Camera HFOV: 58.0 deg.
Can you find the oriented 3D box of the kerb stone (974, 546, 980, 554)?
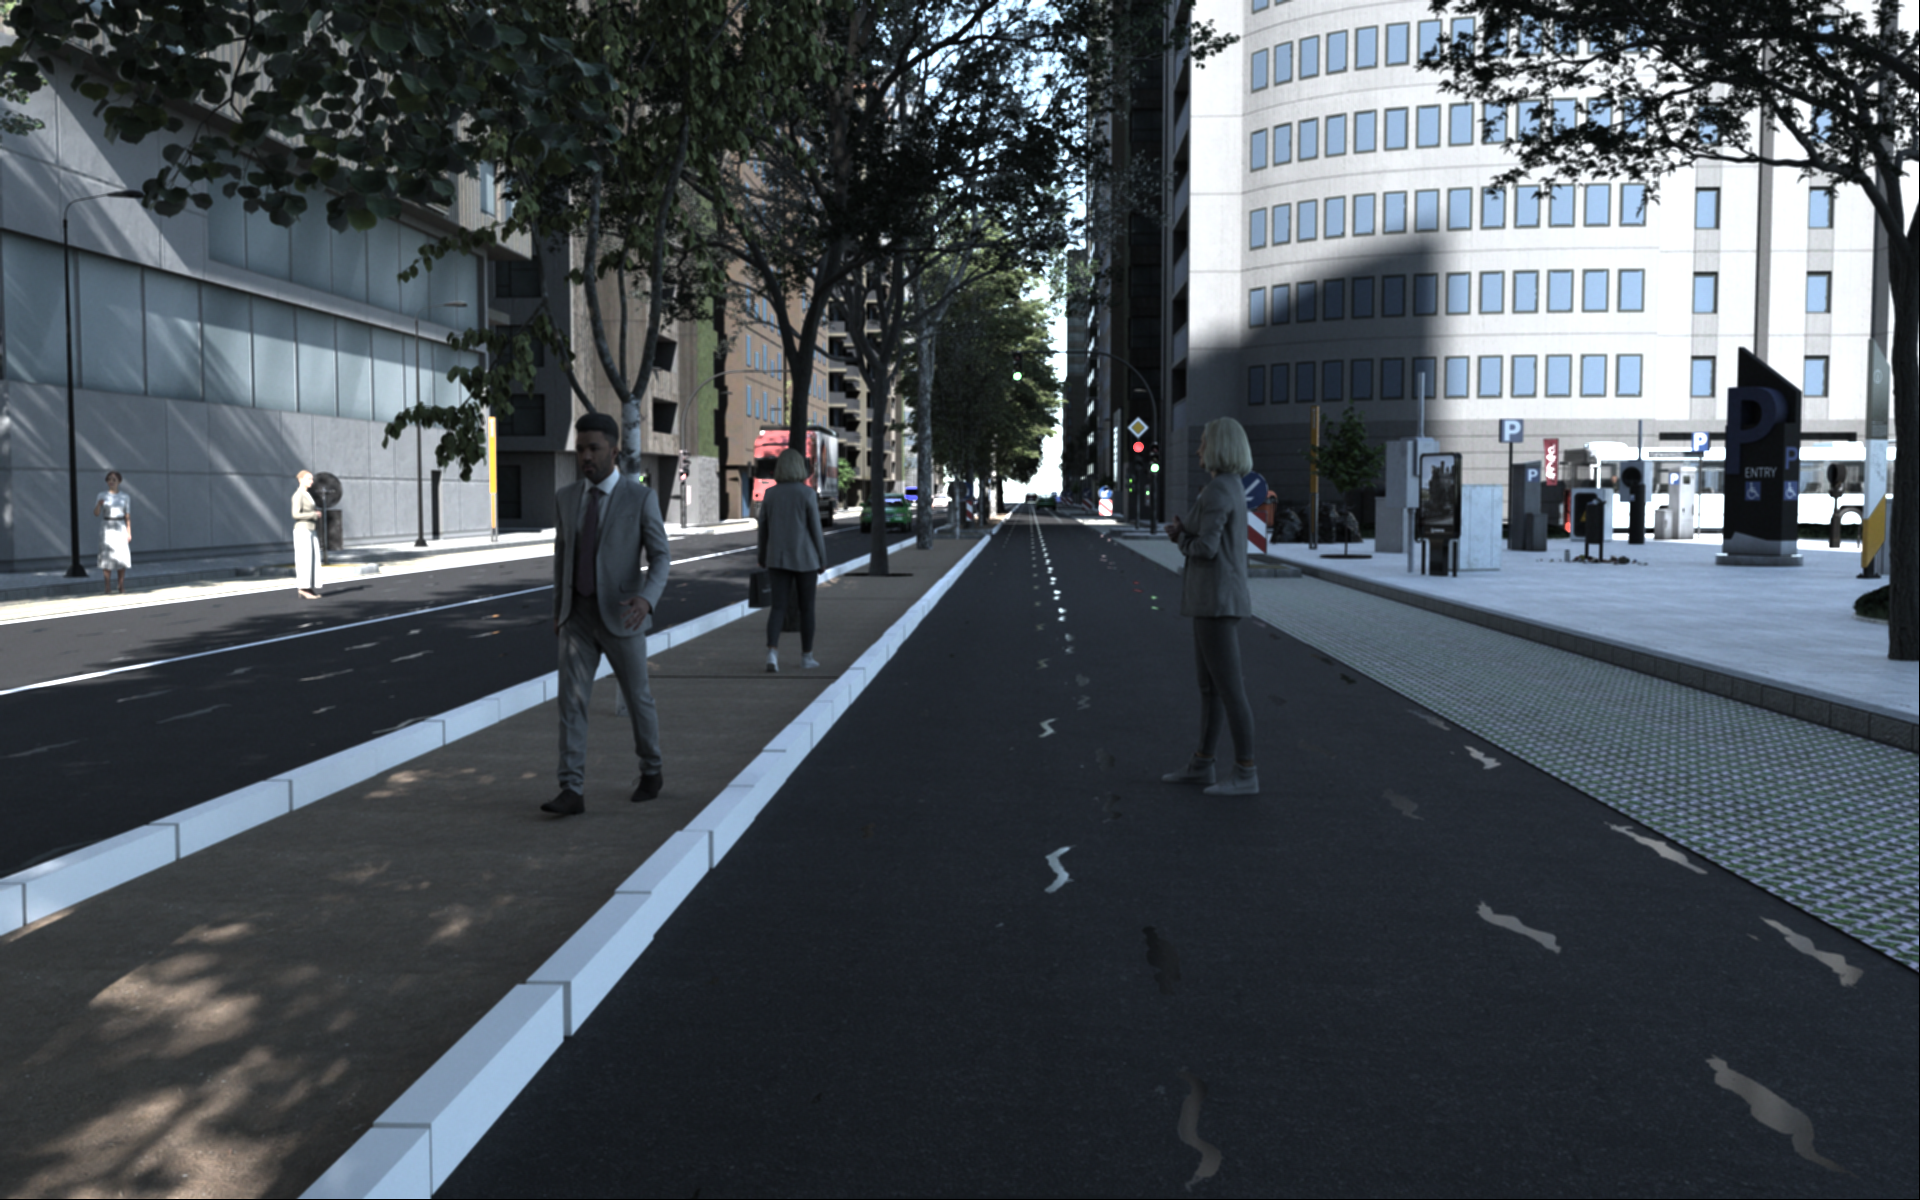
[{"bbox_3d":[0.318,-1.085,39.943,0.120,0.150,1.000,0,4,2],"label":"kerb stone"}]

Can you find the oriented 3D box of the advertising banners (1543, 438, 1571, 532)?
[{"bbox_3d":[19.141,-3.545,54.142,0.090,3.025,2.074,-3,5,-40],"label":"advertising banners"}]

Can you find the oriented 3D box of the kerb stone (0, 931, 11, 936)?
[{"bbox_3d":[-3.164,1.039,5.202,0.120,0.150,1.000,0,4,2],"label":"kerb stone"}]

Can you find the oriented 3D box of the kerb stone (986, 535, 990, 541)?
[{"bbox_3d":[0.724,-1.712,50.188,0.120,0.150,1.000,0,4,2],"label":"kerb stone"}]

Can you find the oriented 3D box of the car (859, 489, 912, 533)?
[{"bbox_3d":[-2.778,-3.470,65.527,1.959,1.807,4.718,0,4,1],"label":"car"}]

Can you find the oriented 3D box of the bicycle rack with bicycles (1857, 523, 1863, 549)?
[{"bbox_3d":[22.216,-1.636,40.131,2.852,0.926,2.925,-1,4,-15],"label":"bicycle rack with bicycles"}]

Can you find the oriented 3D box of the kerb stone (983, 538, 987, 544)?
[{"bbox_3d":[0.601,-1.523,47.115,0.120,0.150,1.000,0,4,2],"label":"kerb stone"}]

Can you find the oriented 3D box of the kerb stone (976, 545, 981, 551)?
[{"bbox_3d":[0.356,-1.148,40.969,0.120,0.150,1.000,0,4,2],"label":"kerb stone"}]

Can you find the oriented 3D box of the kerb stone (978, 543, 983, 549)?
[{"bbox_3d":[0.444,-1.274,43.020,0.120,0.150,1.000,0,4,2],"label":"kerb stone"}]

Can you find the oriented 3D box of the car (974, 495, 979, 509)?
[{"bbox_3d":[0.977,-9.156,162.281,1.945,1.354,3.894,0,4,3],"label":"car"}]

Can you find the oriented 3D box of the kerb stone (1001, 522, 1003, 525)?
[{"bbox_3d":[1.640,-3.123,73.260,0.120,0.150,1.000,0,4,2],"label":"kerb stone"}]

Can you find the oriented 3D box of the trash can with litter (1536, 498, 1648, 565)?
[{"bbox_3d":[11.946,-1.300,32.308,1.678,1.210,2.233,-1,4,-10],"label":"trash can with litter"}]

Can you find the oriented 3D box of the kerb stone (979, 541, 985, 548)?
[{"bbox_3d":[0.493,-1.336,44.041,0.120,0.150,1.000,0,4,2],"label":"kerb stone"}]

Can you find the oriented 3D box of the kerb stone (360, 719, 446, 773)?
[{"bbox_3d":[-3.005,0.792,9.302,0.120,0.150,1.000,0,4,2],"label":"kerb stone"}]

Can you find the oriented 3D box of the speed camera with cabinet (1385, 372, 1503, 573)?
[{"bbox_3d":[8.046,-2.104,28.734,2.038,3.252,0.660,-2,4,-25],"label":"speed camera with cabinet"}]

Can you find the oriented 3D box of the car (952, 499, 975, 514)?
[{"bbox_3d":[0.152,-6.712,122.319,1.945,1.354,3.894,0,4,4],"label":"car"}]

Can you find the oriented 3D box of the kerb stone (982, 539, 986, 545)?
[{"bbox_3d":[0.560,-1.461,46.085,0.120,0.150,1.000,0,4,2],"label":"kerb stone"}]

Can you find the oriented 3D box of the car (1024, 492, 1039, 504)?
[{"bbox_3d":[10.756,-15.432,260.992,2.281,1.827,5.304,0,4,2],"label":"car"}]

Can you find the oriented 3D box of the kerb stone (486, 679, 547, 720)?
[{"bbox_3d":[-2.929,0.663,11.362,0.120,0.150,1.000,0,4,2],"label":"kerb stone"}]

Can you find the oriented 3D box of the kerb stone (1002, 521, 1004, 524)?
[{"bbox_3d":[1.721,-3.246,75.306,0.120,0.150,1.000,0,4,2],"label":"kerb stone"}]

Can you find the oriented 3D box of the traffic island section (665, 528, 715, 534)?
[{"bbox_3d":[-10.192,-2.537,63.761,2.009,0.180,2.903,0,4,2],"label":"traffic island section"}]

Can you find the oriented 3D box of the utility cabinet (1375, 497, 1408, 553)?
[{"bbox_3d":[9.523,-1.642,38.008,0.306,1.237,1.020,-1,4,-21],"label":"utility cabinet"}]

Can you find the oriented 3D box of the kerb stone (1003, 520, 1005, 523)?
[{"bbox_3d":[1.846,-3.437,78.383,0.120,0.150,1.000,0,4,2],"label":"kerb stone"}]

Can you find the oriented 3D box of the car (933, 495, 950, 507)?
[{"bbox_3d":[-2.159,-10.906,190.674,2.083,1.381,4.827,0,4,3],"label":"car"}]

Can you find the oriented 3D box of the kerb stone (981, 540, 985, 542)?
[{"bbox_3d":[0.523,-1.399,45.063,0.120,0.150,1.000,0,4,2],"label":"kerb stone"}]

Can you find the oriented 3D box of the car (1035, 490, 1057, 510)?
[{"bbox_3d":[7.827,-9.100,157.585,1.959,1.807,4.718,0,4,1],"label":"car"}]

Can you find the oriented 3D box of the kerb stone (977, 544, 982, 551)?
[{"bbox_3d":[0.402,-1.210,41.999,0.120,0.150,1.000,0,4,2],"label":"kerb stone"}]

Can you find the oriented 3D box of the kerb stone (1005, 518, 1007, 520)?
[{"bbox_3d":[2.086,-3.811,84.522,0.120,0.150,1.000,0,4,2],"label":"kerb stone"}]

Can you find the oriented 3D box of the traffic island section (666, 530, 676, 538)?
[{"bbox_3d":[-10.509,-2.049,55.783,2.009,0.180,2.903,0,4,2],"label":"traffic island section"}]

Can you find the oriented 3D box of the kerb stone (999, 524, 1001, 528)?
[{"bbox_3d":[1.437,-2.810,68.131,0.120,0.150,1.000,0,4,2],"label":"kerb stone"}]

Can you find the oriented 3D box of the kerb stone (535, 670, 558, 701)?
[{"bbox_3d":[-2.884,0.601,12.383,0.120,0.150,1.000,0,4,2],"label":"kerb stone"}]

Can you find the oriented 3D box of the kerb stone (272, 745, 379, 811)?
[{"bbox_3d":[-3.037,0.851,8.279,0.120,0.150,1.000,0,4,2],"label":"kerb stone"}]

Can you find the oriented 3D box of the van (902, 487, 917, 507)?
[{"bbox_3d":[-3.872,-9.014,151.759,2.240,2.365,5.245,0,4,1],"label":"van"}]

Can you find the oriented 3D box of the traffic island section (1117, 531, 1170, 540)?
[{"bbox_3d":[6.169,-2.008,55.117,2.009,0.180,2.903,0,4,2],"label":"traffic island section"}]

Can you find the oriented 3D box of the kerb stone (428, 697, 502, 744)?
[{"bbox_3d":[-2.961,0.726,10.325,0.120,0.150,1.000,0,4,2],"label":"kerb stone"}]

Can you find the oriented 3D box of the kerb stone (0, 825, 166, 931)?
[{"bbox_3d":[-3.125,0.979,6.225,0.120,0.150,1.000,0,4,2],"label":"kerb stone"}]

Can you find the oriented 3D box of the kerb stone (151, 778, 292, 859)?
[{"bbox_3d":[-3.084,0.915,7.255,0.120,0.150,1.000,0,4,2],"label":"kerb stone"}]

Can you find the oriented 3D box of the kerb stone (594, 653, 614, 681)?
[{"bbox_3d":[-2.840,0.538,13.404,0.120,0.150,1.000,0,4,2],"label":"kerb stone"}]

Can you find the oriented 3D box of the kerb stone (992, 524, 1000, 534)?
[{"bbox_3d":[1.400,-2.747,67.101,0.120,0.150,1.000,0,4,2],"label":"kerb stone"}]

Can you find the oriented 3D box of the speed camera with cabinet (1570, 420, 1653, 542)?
[{"bbox_3d":[17.516,-3.196,46.590,0.660,3.252,2.038,-3,5,-44],"label":"speed camera with cabinet"}]

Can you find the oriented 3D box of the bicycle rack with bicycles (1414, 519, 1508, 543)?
[{"bbox_3d":[13.236,-2.002,46.115,2.925,0.926,2.852,-2,4,-26],"label":"bicycle rack with bicycles"}]

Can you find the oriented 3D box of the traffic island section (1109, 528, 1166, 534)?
[{"bbox_3d":[6.486,-2.496,63.096,2.009,0.180,2.903,0,4,2],"label":"traffic island section"}]

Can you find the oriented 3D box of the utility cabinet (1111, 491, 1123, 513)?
[{"bbox_3d":[10.364,-6.452,114.166,0.318,1.500,1.173,3,4,38],"label":"utility cabinet"}]

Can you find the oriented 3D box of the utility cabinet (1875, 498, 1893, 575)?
[{"bbox_3d":[15.145,-1.001,27.521,1.020,1.237,0.306,0,4,8],"label":"utility cabinet"}]

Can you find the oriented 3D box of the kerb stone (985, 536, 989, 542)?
[{"bbox_3d":[0.686,-1.650,49.166,0.120,0.150,1.000,0,4,2],"label":"kerb stone"}]

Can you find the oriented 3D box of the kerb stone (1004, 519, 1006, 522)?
[{"bbox_3d":[1.969,-3.625,81.459,0.120,0.150,1.000,0,4,2],"label":"kerb stone"}]

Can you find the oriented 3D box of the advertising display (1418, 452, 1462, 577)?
[{"bbox_3d":[7.529,-1.344,27.186,0.123,1.923,0.974,-1,4,-19],"label":"advertising display"}]

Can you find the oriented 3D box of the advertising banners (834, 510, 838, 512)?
[{"bbox_3d":[-9.173,-8.033,127.523,0.090,3.025,2.074,0,4,5],"label":"advertising banners"}]

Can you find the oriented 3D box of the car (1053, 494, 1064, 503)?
[{"bbox_3d":[13.508,-14.180,241.439,1.945,1.707,3.694,0,4,3],"label":"car"}]

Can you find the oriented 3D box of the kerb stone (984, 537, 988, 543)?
[{"bbox_3d":[0.645,-1.587,48.137,0.120,0.150,1.000,0,4,2],"label":"kerb stone"}]
